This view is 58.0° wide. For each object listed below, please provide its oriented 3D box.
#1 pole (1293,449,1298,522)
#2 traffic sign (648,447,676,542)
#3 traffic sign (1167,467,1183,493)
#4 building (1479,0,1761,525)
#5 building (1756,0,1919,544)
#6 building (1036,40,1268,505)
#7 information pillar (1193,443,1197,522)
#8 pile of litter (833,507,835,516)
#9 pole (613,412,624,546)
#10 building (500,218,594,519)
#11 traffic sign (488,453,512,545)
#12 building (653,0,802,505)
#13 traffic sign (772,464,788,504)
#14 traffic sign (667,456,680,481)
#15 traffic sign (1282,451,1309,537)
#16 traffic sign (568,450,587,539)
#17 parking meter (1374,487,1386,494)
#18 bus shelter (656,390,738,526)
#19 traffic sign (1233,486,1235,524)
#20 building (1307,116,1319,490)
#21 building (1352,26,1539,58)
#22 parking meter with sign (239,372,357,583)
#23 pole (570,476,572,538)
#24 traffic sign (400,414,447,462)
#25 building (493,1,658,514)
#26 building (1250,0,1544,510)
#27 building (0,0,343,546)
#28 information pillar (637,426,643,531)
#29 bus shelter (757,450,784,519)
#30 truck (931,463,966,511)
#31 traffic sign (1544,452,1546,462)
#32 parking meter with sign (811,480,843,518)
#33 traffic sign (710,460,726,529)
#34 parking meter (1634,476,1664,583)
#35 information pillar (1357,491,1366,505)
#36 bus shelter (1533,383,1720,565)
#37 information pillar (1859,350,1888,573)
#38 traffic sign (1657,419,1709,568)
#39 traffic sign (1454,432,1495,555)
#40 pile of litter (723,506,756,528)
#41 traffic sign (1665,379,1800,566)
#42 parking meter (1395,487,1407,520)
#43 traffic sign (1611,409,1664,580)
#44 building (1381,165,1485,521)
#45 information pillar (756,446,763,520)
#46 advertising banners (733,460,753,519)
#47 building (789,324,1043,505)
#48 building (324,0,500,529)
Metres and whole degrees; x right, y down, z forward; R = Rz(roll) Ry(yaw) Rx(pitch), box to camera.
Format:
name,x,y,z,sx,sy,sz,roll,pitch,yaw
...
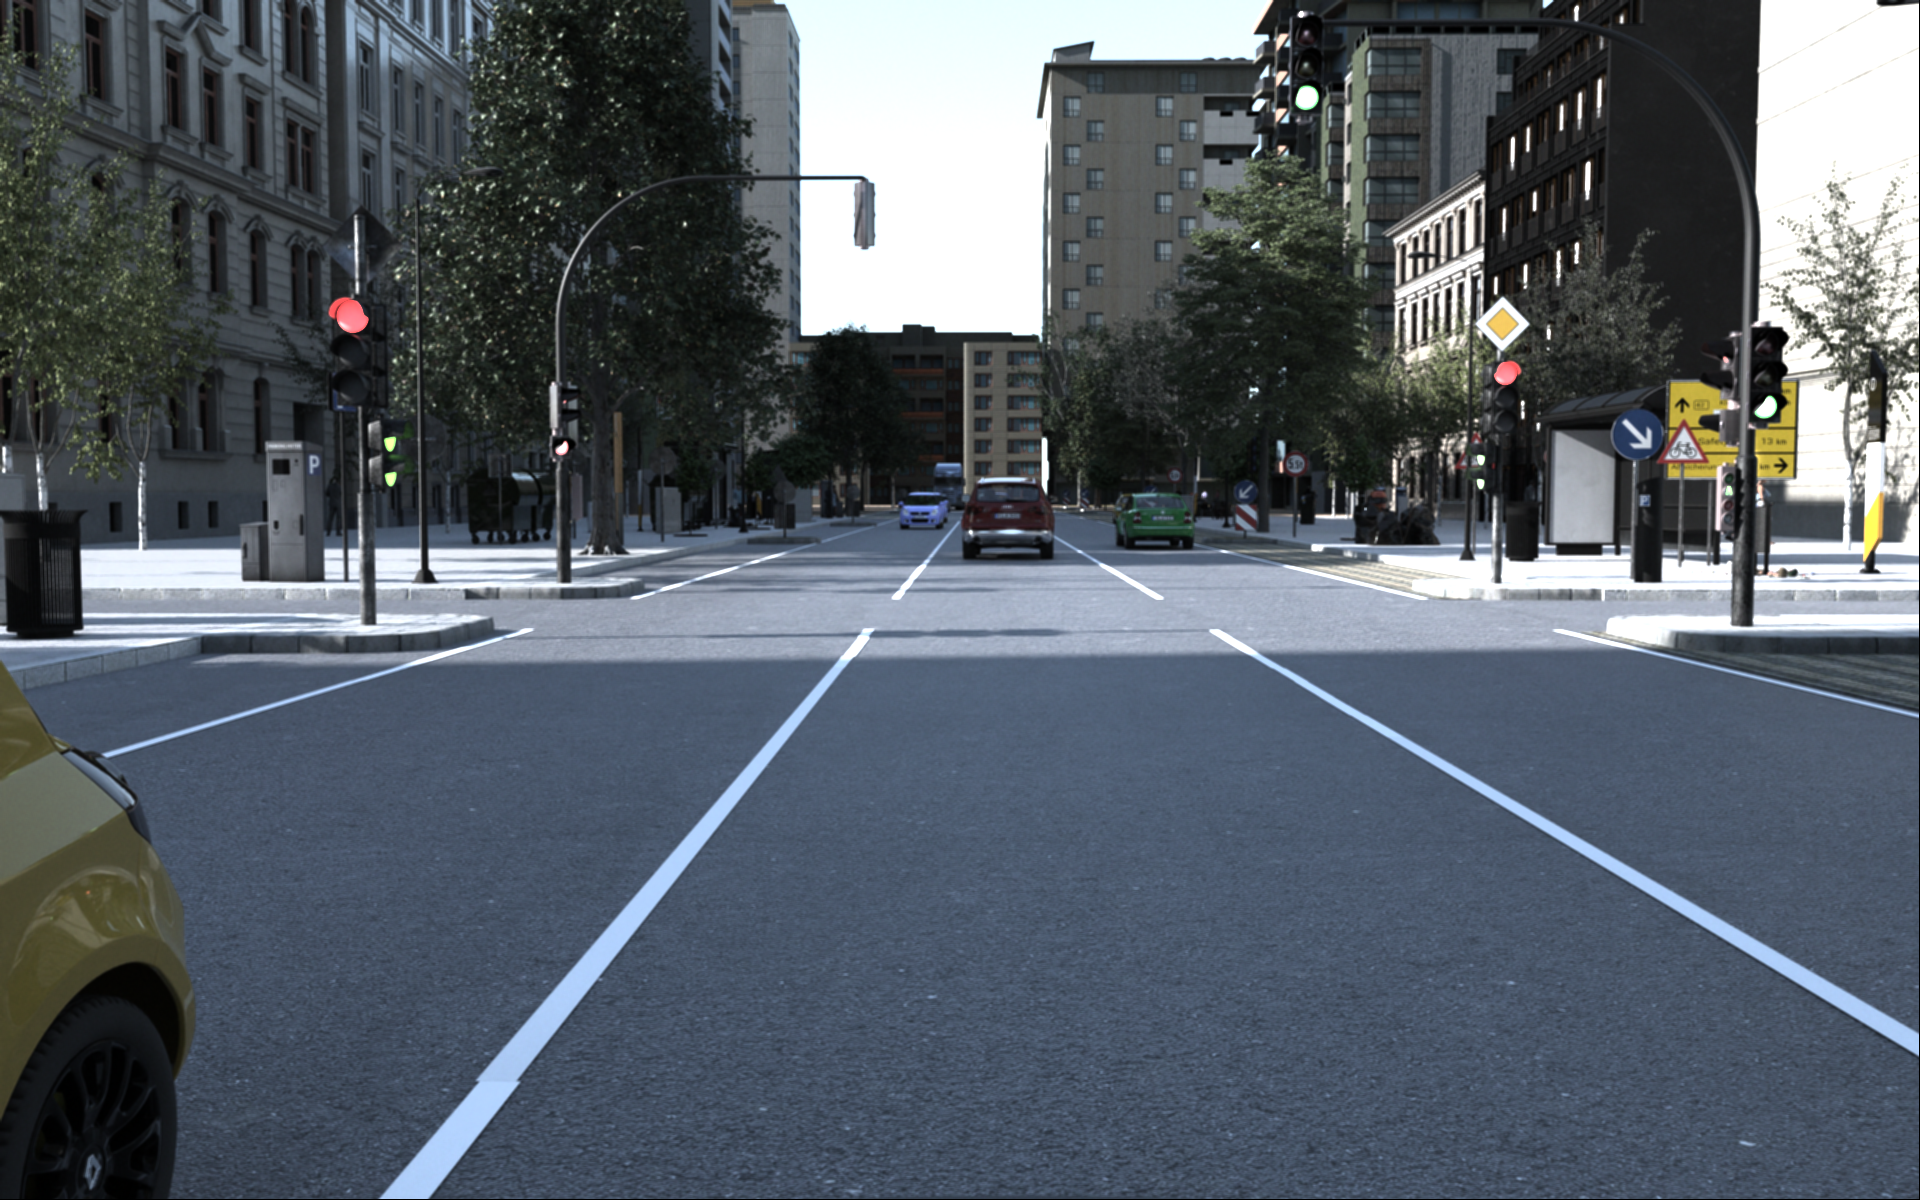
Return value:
name,x,y,z,sx,sy,sz,roll,pitch,yaw
pole,15.345,-5.217,79.142,0.158,3.312,0.155,0,3,0
traffic sign,-7.984,-2.833,46.418,0.768,2.556,0.104,1,4,8
traffic sign,10.254,-5.053,82.726,0.768,2.556,0.104,0,4,1
building,30.190,-14.815,71.906,12.332,23.373,15.834,0,4,1
building,46.237,-16.481,45.885,44.131,29.872,17.030,0,4,1
building,23.378,-38.007,210.654,27.495,52.752,28.713,0,4,1
information pillar,10.699,-5.344,78.733,0.183,3.616,0.504,0,4,-1
pile of litter,-7.498,-5.255,99.885,1.719,0.858,1.176,0,4,-4
pole,-8.501,-3.013,43.103,0.158,3.312,0.155,0,3,0
building,-25.764,-14.408,90.315,10.420,20.320,16.860,0,4,1
traffic sign,-11.548,-2.530,43.500,0.606,2.300,0.079,0,4,5
building,-33.433,-40.743,208.145,28.212,58.520,21.231,0,4,1
traffic sign,-7.765,-4.521,73.924,0.884,2.594,0.081,0,4,6
traffic sign,-9.603,-3.579,58.630,0.768,2.556,0.104,0,4,2
traffic sign,9.926,-3.132,51.322,0.768,2.556,0.104,0,4,5
traffic sign,-11.056,-3.027,49.601,0.768,2.556,0.104,0,4,2
parking meter,14.247,-3.082,58.796,0.372,1.533,0.369,0,3,0
bus shelter,-10.643,-5.638,69.812,2.179,5.291,8.768,0,4,1
traffic sign,11.584,-4.470,73.189,0.768,2.556,0.104,0,4,5
building,32.139,-21.598,124.834,14.160,30.474,14.107,0,4,1
building,31.367,-20.704,110.204,14.160,30.474,14.107,0,4,1
parking meter with sign,-9.711,-1.776,25.306,1.738,3.016,0.543,1,4,16
pole,-11.452,-3.464,50.481,0.158,3.312,0.155,0,3,0
traffic sign,-8.530,-1.677,27.530,0.768,2.556,0.104,0,4,4
building,-27.085,-25.891,106.904,14.154,41.232,14.086,0,4,1
building,36.592,-30.075,146.351,22.147,44.769,28.867,0,4,1
building,-28.448,-16.052,49.845,14.401,28.519,23.554,0,4,1
information pillar,-11.043,-4.184,59.768,0.183,3.616,0.504,0,4,-6
bus shelter,-9.519,-6.140,91.669,1.731,3.624,6.357,0,4,1
truck,-0.858,-10.232,157.047,2.967,4.110,18.799,0,4,1
traffic sign,14.260,-2.510,41.143,0.768,2.556,0.104,1,4,10
parking meter with sign,-7.231,-5.984,94.096,1.738,3.016,0.543,0,4,-6
traffic sign,-8.997,-3.899,63.849,0.768,2.556,0.104,0,4,1
parking meter,10.007,-1.024,25.148,0.372,1.533,0.369,0,3,0
information pillar,15.305,-3.760,65.972,0.304,2.012,0.304,1,4,19
bus shelter,13.001,-2.431,33.676,2.014,3.302,5.546,0,4,1
information pillar,14.802,-2.241,28.002,0.183,3.616,0.504,0,4,5
traffic sign,12.554,-1.843,30.137,0.884,2.594,0.081,0,4,4
traffic sign,10.846,-2.232,36.496,0.884,2.594,0.081,0,4,2
pile of litter,-8.531,-3.243,66.989,1.176,0.858,1.719,-2,4,-32
traffic sign,13.673,-2.256,30.754,2.265,3.308,0.079,0,4,5
parking meter,14.975,-3.082,58.797,0.372,1.533,0.369,0,3,0
traffic sign,10.103,-1.579,25.923,0.768,2.556,0.104,0,4,2
building,29.365,-13.797,90.209,10.561,19.102,19.286,0,4,1
information pillar,-9.847,-5.716,84.810,0.183,3.616,0.504,1,4,18
advertising banners,-11.220,-5.637,88.357,0.090,3.025,2.074,-3,5,-44
building,-4.849,-22.403,211.322,28.899,21.520,27.650,0,4,1
building,-27.982,-17.476,71.631,13.634,28.700,20.117,0,4,1
